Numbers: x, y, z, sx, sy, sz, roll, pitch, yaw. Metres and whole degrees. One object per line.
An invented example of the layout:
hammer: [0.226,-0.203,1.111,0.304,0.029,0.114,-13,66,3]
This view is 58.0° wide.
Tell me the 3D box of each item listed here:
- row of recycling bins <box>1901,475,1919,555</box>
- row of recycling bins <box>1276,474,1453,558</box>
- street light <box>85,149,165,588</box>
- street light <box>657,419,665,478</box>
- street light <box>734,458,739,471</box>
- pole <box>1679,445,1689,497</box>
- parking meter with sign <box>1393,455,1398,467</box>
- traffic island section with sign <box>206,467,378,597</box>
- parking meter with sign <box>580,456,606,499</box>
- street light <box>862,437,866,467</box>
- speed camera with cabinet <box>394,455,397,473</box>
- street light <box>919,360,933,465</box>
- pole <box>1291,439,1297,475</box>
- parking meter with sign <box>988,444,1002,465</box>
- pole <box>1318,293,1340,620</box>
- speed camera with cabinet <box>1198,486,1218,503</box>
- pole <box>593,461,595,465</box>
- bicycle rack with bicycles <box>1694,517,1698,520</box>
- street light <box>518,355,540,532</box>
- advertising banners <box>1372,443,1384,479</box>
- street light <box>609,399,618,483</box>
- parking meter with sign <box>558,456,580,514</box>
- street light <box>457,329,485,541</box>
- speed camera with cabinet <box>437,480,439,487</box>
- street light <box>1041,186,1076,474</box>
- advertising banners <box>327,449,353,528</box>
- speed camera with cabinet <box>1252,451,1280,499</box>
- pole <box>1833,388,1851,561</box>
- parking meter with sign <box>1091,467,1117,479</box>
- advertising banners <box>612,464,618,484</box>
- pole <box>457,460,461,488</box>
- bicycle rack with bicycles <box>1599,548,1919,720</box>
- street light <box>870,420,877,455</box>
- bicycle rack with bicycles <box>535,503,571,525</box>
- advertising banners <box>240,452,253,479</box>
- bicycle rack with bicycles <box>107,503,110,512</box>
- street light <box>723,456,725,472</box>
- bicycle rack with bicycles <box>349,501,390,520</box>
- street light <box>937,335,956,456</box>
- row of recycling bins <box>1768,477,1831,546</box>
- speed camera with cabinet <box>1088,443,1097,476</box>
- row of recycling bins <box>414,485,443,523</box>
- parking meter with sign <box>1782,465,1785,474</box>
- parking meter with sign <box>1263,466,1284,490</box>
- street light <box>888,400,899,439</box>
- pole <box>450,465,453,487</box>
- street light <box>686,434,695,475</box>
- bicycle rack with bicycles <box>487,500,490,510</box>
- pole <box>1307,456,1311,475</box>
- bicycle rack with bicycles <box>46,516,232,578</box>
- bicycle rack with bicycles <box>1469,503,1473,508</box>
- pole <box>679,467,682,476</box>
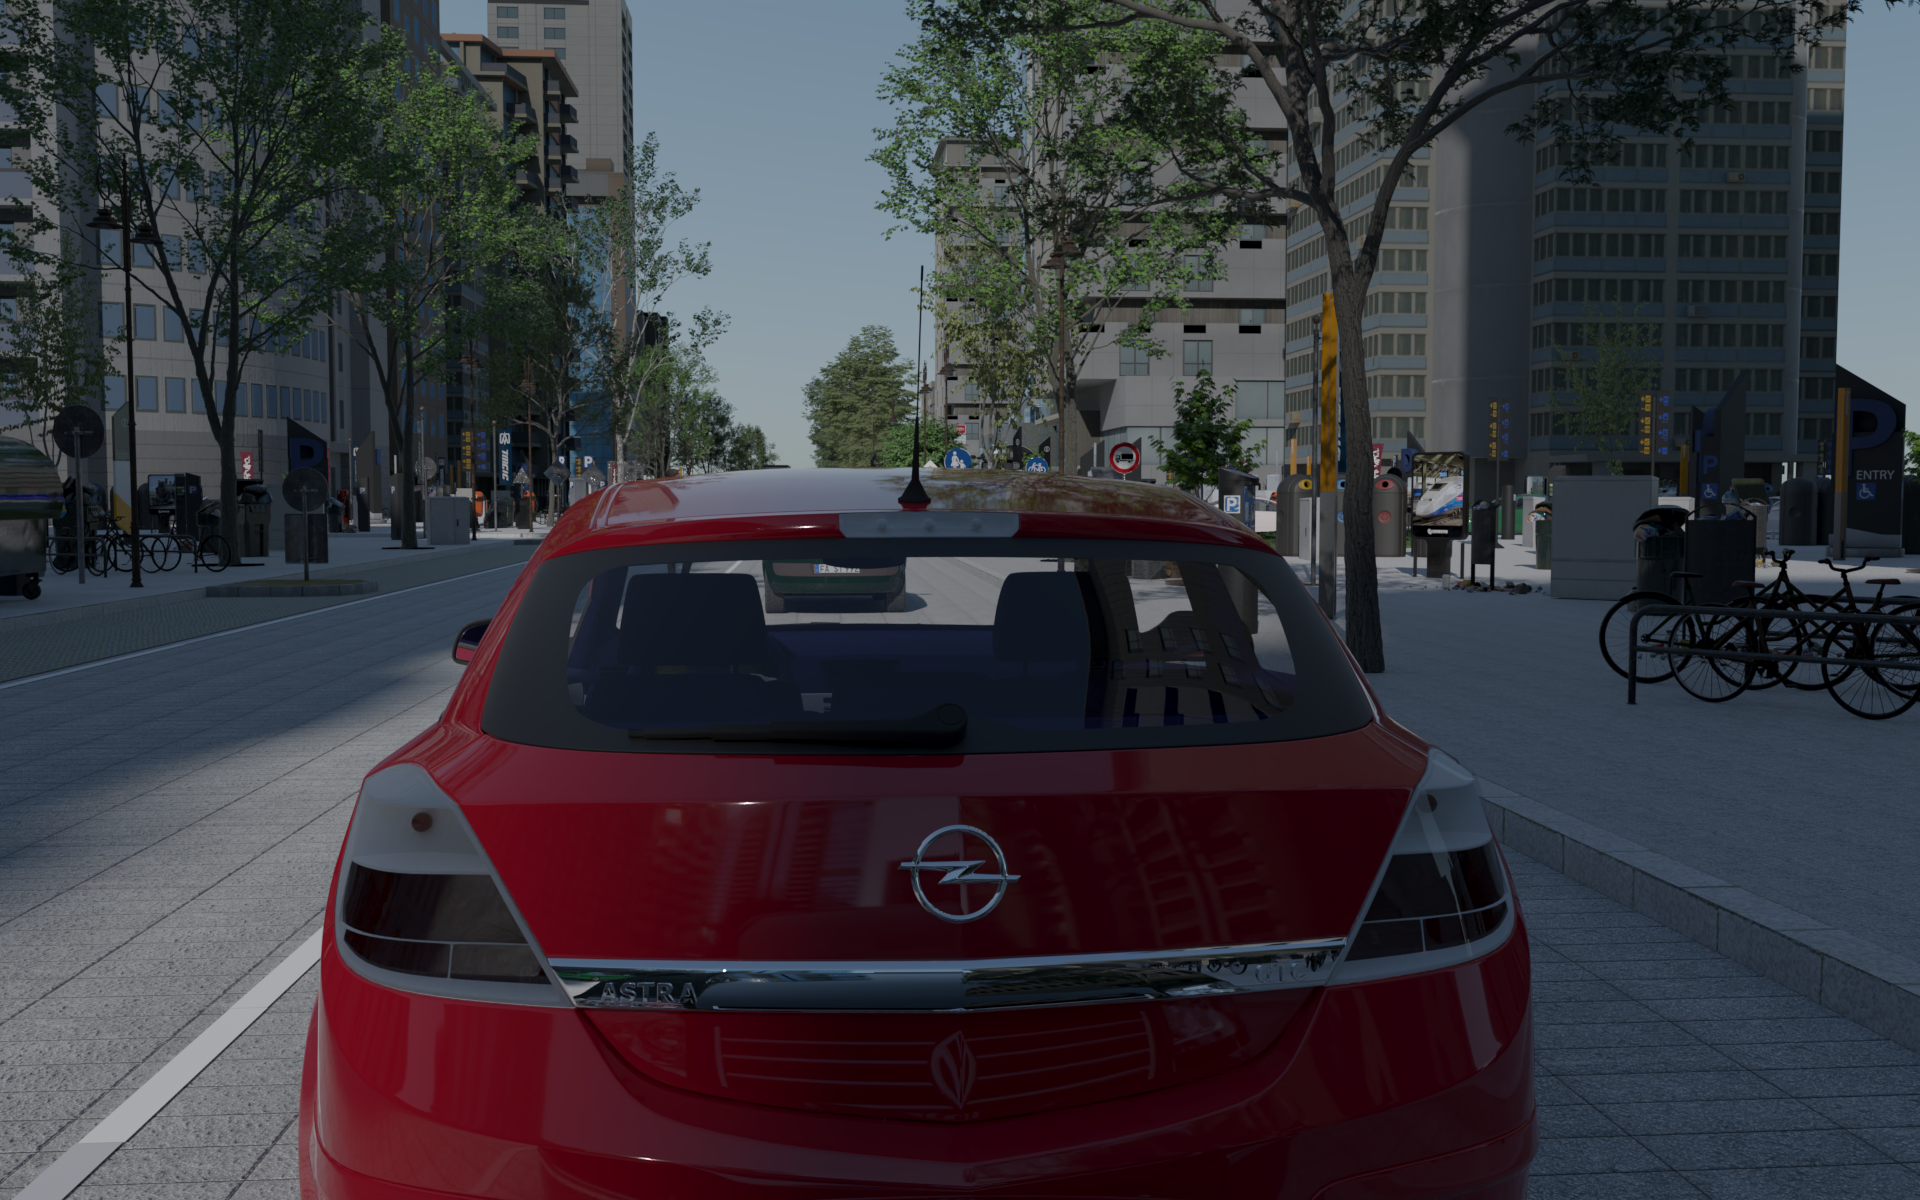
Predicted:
row of recycling bins: [20.593,-1.902,38.215,1.069,1.692,3.534,1,4,14]
row of recycling bins: [8.271,-1.738,35.528,3.534,1.692,1.069,1,4,12]
street light: [-11.340,-3.112,23.675,0.468,5.910,1.993,0,4,-5]
street light: [-18.337,-8.163,106.254,0.468,5.910,1.993,0,4,-5]
street light: [-27.742,-14.935,216.973,0.468,5.910,1.993,0,4,-5]
pole: [29.982,-4.773,71.884,0.158,3.312,0.155,0,3,0]
parking meter with sign: [18.505,-4.937,76.975,1.738,3.016,0.543,0,4,0]
traffic island section with sign: [-9.504,-0.994,24.878,1.989,1.847,2.006,0,4,-5]
parking meter with sign: [-16.388,-5.024,78.410,0.543,3.016,1.738,-3,5,-44]
street light: [-7.281,-9.753,132.246,0.468,5.910,1.993,0,4,-5]
speed camera with cabinet: [-28.112,-5.750,88.355,2.038,3.252,0.660,2,4,25]
street light: [-1.211,-5.324,59.841,0.468,5.910,1.993,0,4,-5]
pole: [12.337,-4.298,64.108,0.158,3.312,0.155,0,3,0]
parking meter with sign: [0.699,-3.861,59.386,0.543,3.016,1.738,3,5,39]
pole: [3.772,-1.458,17.690,0.158,3.312,0.155,0,3,0]
speed camera with cabinet: [9.510,-4.336,65.233,0.660,3.252,2.038,0,4,-7]
pole: [-22.426,-6.854,105.900,0.158,3.312,0.155,0,3,0]
bicycle rack with bicycles: [20.064,-2.254,50.238,2.852,0.926,2.925,-1,4,-19]
street light: [-14.357,-5.201,57.831,0.468,5.910,1.993,0,4,-5]
advertising banners: [13.577,-3.895,59.866,2.074,3.025,0.090,1,4,13]
street light: [-16.327,-6.688,82.139,0.468,5.910,1.993,0,4,-5]
parking meter with sign: [-17.613,-5.119,79.949,1.738,3.016,0.543,-3,5,-44]
street light: [-13.424,-4.581,47.692,0.468,5.910,1.993,0,4,-5]
speed camera with cabinet: [-32.253,-6.981,108.469,2.038,3.252,0.660,-1,4,-13]
street light: [1.549,-3.277,26.371,0.468,5.910,1.993,0,4,-5]
advertising banners: [-23.631,-4.293,66.376,2.074,3.025,0.090,-3,5,-45]
speed camera with cabinet: [13.288,-5.078,77.360,0.660,3.252,2.038,-2,4,-25]
pole: [17.001,-2.419,33.391,0.158,3.312,0.155,0,3,0]
parking meter with sign: [4.038,-3.195,48.500,1.738,3.016,0.543,0,4,0]
advertising banners: [-20.976,-6.507,102.579,2.074,3.025,0.090,2,4,30]
pole: [-30.398,-6.807,105.133,0.158,3.312,0.155,0,3,0]
bicycle rack with bicycles: [5.330,0.162,10.736,2.852,0.926,2.925,-3,5,-43]
street light: [-5.387,-8.283,108.213,0.468,5.910,1.993,0,4,-5]
bicycle rack with bicycles: [-16.718,-3.698,73.849,2.925,0.926,2.852,-1,4,-18]
advertising banners: [-28.704,-4.614,71.631,2.074,3.025,0.090,0,4,-1]
bicycle rack with bicycles: [-32.222,-3.234,66.261,2.925,0.926,2.852,-2,4,-29]
street light: [-24.885,-12.852,182.915,0.468,5.910,1.993,0,4,-5]
bicycle rack with bicycles: [-29.359,-4.297,83.644,2.925,0.926,2.852,2,4,35]
street light: [-0.396,-4.747,50.400,0.468,5.910,1.993,0,4,-5]
row of recycling bins: [22.079,-2.246,43.831,3.534,1.692,1.069,-2,4,-31]
speed camera with cabinet: [4.879,-4.404,66.347,0.660,3.252,2.038,3,5,44]
row of recycling bins: [-24.208,-4.375,78.637,3.534,1.692,1.069,3,5,42]
parking meter with sign: [50.738,-6.679,105.458,1.738,3.016,0.543,-1,4,-9]
parking meter with sign: [19.078,-6.774,107.016,1.738,3.016,0.543,1,4,15]
street light: [-3.238,-6.794,83.863,0.468,5.910,1.993,0,4,-5]
pole: [-35.463,-7.767,120.833,0.158,3.312,0.155,0,3,0]
street light: [-20.811,-9.914,134.873,0.468,5.910,1.993,0,4,-5]
bicycle rack with bicycles: [-26.441,-5.075,96.365,2.852,0.926,2.925,-1,4,-22]
pole: [18.665,-6.046,92.702,0.158,3.312,0.155,0,3,0]
bicycle rack with bicycles: [-13.663,-0.884,27.833,2.925,0.926,2.852,2,4,23]
bicycle rack with bicycles: [36.923,-6.931,126.697,2.852,0.926,2.925,-1,4,-17]
pole: [-20.912,-8.310,129.704,0.158,3.312,0.155,0,3,0]
